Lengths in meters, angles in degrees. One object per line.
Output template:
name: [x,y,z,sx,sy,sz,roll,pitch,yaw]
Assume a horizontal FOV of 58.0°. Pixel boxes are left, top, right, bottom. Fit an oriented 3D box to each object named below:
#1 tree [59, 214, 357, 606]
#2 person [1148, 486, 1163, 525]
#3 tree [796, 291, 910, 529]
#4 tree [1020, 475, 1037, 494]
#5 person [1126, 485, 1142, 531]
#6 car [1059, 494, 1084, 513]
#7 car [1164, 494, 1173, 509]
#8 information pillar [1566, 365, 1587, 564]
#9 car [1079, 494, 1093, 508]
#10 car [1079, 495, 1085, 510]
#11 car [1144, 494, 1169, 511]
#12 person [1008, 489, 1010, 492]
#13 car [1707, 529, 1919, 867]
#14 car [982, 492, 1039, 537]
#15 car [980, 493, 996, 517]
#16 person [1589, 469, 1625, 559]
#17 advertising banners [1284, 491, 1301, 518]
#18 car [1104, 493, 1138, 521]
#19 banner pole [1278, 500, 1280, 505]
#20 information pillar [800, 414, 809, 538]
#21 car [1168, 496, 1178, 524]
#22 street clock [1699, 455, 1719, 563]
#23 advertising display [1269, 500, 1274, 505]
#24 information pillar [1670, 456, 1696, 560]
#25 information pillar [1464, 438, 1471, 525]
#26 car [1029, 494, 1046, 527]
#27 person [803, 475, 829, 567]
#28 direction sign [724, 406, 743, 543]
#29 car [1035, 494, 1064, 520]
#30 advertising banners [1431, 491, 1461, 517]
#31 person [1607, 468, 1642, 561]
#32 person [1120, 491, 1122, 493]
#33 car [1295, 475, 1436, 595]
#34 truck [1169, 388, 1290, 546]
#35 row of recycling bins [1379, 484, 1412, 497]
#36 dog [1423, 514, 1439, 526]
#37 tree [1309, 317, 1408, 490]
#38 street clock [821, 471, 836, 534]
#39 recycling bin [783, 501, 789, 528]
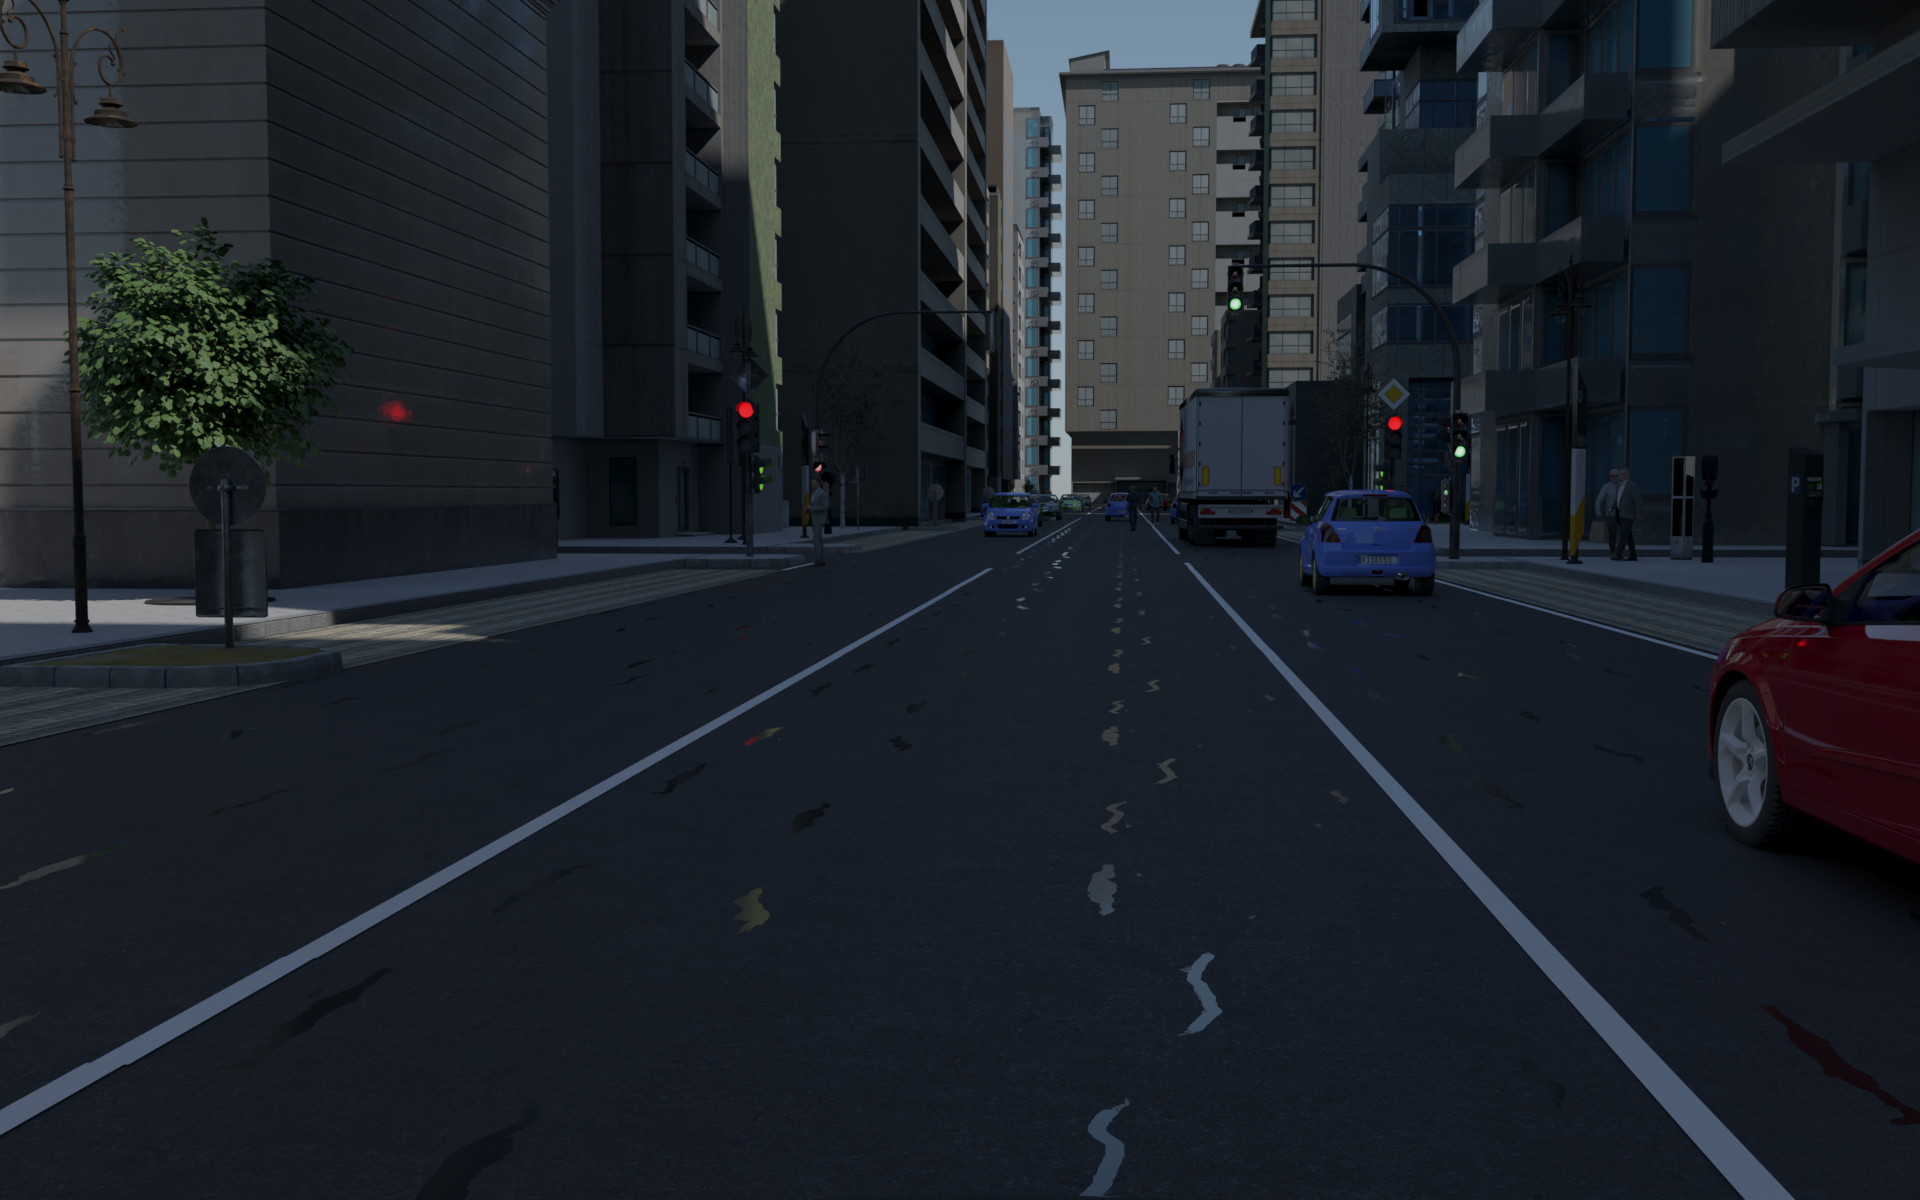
tree: [-8.871,-2.243,20.394,4.285,4.588,4.351,0,3,0]
person: [9.000,-4.355,79.730,0.660,1.820,0.620,0,4,-3]
tree: [-4.136,-6.948,63.959,4.360,8.622,3.978,0,3,0]
tree: [7.003,-11.111,176.267,1.663,3.219,1.824,0,3,0]
person: [6.818,-3.606,67.875,0.576,1.772,0.534,-3,5,-44]
car: [8.393,-7.357,132.078,2.131,1.459,4.920,0,4,6]
car: [19.357,-9.496,165.483,2.015,1.641,3.980,0,4,6]
information pillar: [11.345,-2.472,31.777,0.183,3.616,0.504,3,5,40]
car: [12.920,-10.383,181.760,2.014,1.417,4.499,0,4,5]
car: [10.575,-9.053,160.371,2.083,1.381,4.827,0,4,5]
car: [17.208,-8.715,151.532,2.155,1.783,4.494,0,4,4]
person: [4.214,-8.642,147.858,1.217,1.766,0.721,0,4,-5]
car: [3.981,0.204,5.705,2.155,1.783,4.494,0,4,4]
car: [1.766,-3.044,59.366,1.945,1.707,3.694,0,4,5]
car: [2.205,-5.740,103.446,1.945,1.707,3.694,0,4,7]
person: [12.813,-1.688,34.120,0.782,1.767,0.515,0,4,-7]
advertising banners: [17.387,-5.853,91.889,2.074,3.025,0.090,-3,4,-37]
car: [8.698,-5.112,93.168,1.945,1.707,3.694,0,4,7]
banner pole: [17.799,-6.526,96.713,0.401,3.779,0.863,0,4,5]
information pillar: [-4.519,-3.622,50.574,0.183,3.616,0.504,-1,4,-20]
car: [11.139,-4.590,84.640,1.945,1.707,3.694,0,4,7]
street clock: [13.950,-1.694,32.267,0.358,2.002,0.471,2,4,32]
advertising display: [17.322,-5.569,96.261,0.123,1.923,0.974,0,3,0]
information pillar: [14.081,-1.790,33.751,0.304,2.012,0.304,-2,4,-32]
information pillar: [21.078,-4.894,71.379,0.504,3.616,0.183,-1,4,-15]
car: [2.785,-4.024,77.593,2.131,1.459,4.920,0,4,3]
person: [-2.903,-1.569,34.345,0.583,1.804,0.606,-2,4,-34]
direction sign: [-5.996,-3.257,45.253,0.379,3.537,0.876,0,4,0]
car: [4.758,-5.196,96.755,2.131,1.459,4.920,0,4,5]
advertising banners: [22.167,-4.976,77.542,2.074,3.025,0.090,1,4,13]
person: [12.626,-1.624,33.001,0.834,1.777,0.661,-2,4,-27]
person: [13.528,-8.310,145.304,0.436,1.711,0.756,-2,4,-27]
car: [6.024,-0.996,25.880,1.945,1.707,3.694,0,4,7]
truck: [7.848,-3.820,51.366,2.839,4.237,11.283,0,4,4]
row of recycling bins: [18.368,-4.044,73.226,1.069,1.692,3.534,2,4,25]
dog: [18.802,-3.199,69.134,0.540,0.507,0.406,-2,4,-31]
tree: [16.610,-7.506,73.087,4.360,8.622,3.978,0,3,0]
street clock: [-4.224,-3.108,55.390,0.471,2.002,0.358,2,4,31]
recycling bin: [-6.971,-3.280,66.183,0.722,1.027,0.722,-1,4,-19]
